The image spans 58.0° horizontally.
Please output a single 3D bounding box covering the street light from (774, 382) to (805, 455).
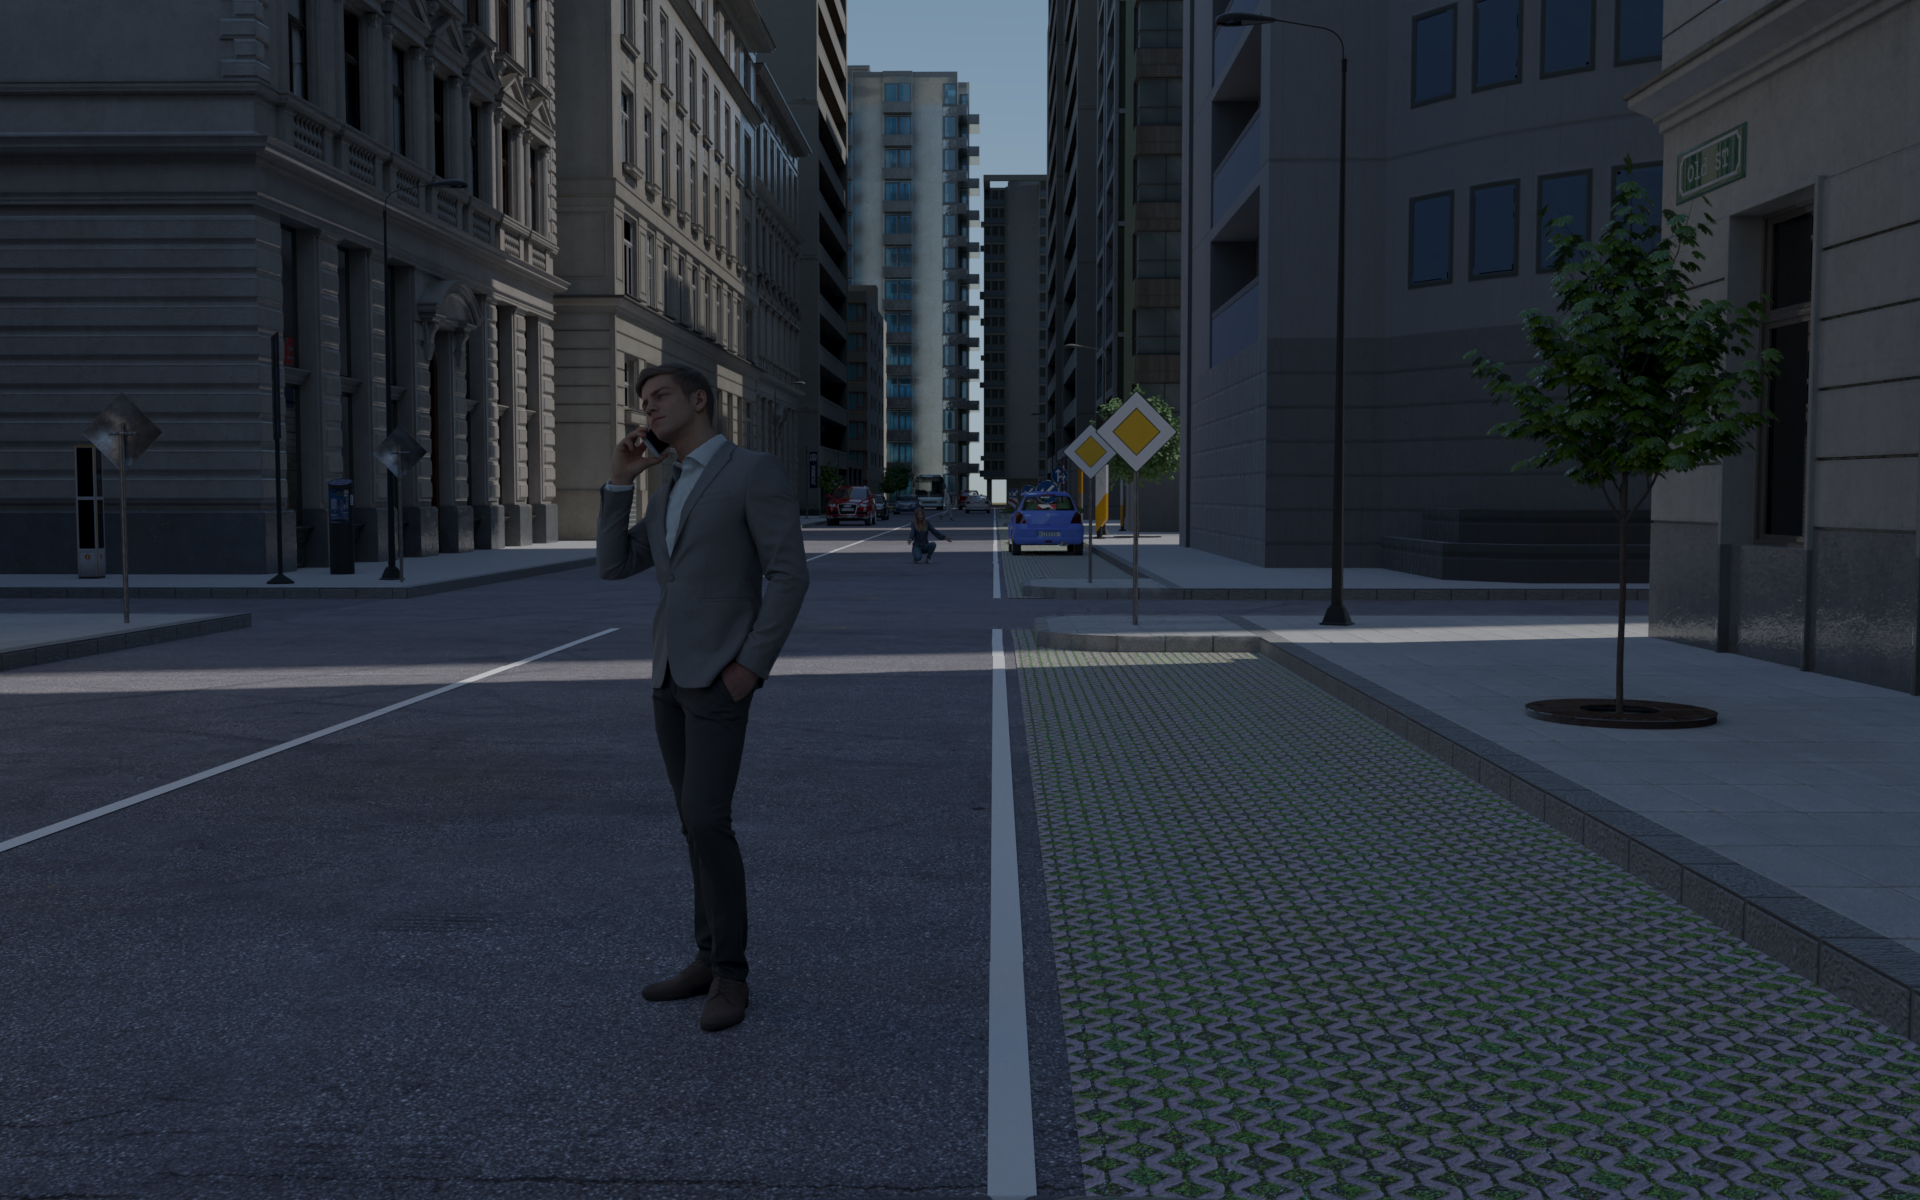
[{"bbox_3d":[-7.106,-6.069,71.762,1.470,5.913,1.316,0,4,1],"label":"street light"}]

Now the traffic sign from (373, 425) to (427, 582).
[{"bbox_3d":[-8.117,-1.314,25.128,0.795,2.450,0.064,0,4,1],"label":"traffic sign"}]

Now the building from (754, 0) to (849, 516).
[{"bbox_3d":[-18.716,-29.801,110.941,21.300,48.544,21.600,0,4,1],"label":"building"}]

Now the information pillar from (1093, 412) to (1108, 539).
[{"bbox_3d":[4.034,-3.546,49.326,0.183,3.616,0.504,-2,4,-34],"label":"information pillar"}]

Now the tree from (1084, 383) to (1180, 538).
[{"bbox_3d":[5.237,-4.137,51.361,4.285,4.588,4.351,0,3,0],"label":"tree"}]

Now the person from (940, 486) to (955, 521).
[{"bbox_3d":[-0.685,-5.190,93.232,0.818,1.842,0.514,1,4,15],"label":"person"}]

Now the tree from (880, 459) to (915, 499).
[{"bbox_3d":[-5.890,-11.016,163.821,4.285,4.588,4.351,0,3,0],"label":"tree"}]

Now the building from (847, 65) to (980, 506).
[{"bbox_3d":[-12.991,-35.275,196.361,30.456,49.044,23.786,0,4,1],"label":"building"}]

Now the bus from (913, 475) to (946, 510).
[{"bbox_3d":[-2.749,-9.966,157.803,2.948,3.499,13.247,0,4,-1],"label":"bus"}]

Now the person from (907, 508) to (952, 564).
[{"bbox_3d":[-0.672,-1.326,35.680,1.012,1.151,0.738,-1,4,-14],"label":"person"}]

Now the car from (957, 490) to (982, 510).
[{"bbox_3d":[0.891,-9.085,157.220,2.281,1.827,5.304,0,4,2],"label":"car"}]

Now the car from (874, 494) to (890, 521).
[{"bbox_3d":[-4.822,-5.197,94.754,2.009,1.686,4.222,0,4,1],"label":"car"}]

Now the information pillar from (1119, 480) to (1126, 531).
[{"bbox_3d":[5.635,-4.186,59.790,0.183,3.616,0.504,1,4,20],"label":"information pillar"}]

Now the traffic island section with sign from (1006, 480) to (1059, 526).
[{"bbox_3d":[2.400,-2.542,50.194,1.989,1.847,2.006,0,4,1],"label":"traffic island section with sign"}]

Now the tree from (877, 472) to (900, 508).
[{"bbox_3d":[-6.357,-9.927,156.902,1.663,3.219,1.824,0,3,0],"label":"tree"}]

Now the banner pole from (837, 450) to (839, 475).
[{"bbox_3d":[-6.953,-6.644,98.646,0.401,3.779,0.863,0,4,2],"label":"banner pole"}]

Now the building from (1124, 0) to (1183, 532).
[{"bbox_3d":[12.993,-17.884,64.105,14.160,30.474,14.107,0,4,1],"label":"building"}]

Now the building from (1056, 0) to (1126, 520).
[{"bbox_3d":[15.644,-39.748,88.127,20.563,71.187,20.611,0,4,1],"label":"building"}]

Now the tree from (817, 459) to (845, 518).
[{"bbox_3d":[-7.037,-6.111,94.521,1.663,3.219,1.824,0,3,0],"label":"tree"}]

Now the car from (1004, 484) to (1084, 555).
[{"bbox_3d":[2.026,-1.952,41.508,1.945,1.707,3.694,0,4,0],"label":"car"}]

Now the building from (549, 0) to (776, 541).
[{"bbox_3d":[-16.348,-13.938,61.166,16.112,22.955,30.059,0,4,1],"label":"building"}]

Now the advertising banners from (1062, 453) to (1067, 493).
[{"bbox_3d":[4.456,-4.748,73.815,0.090,3.025,2.074,0,4,-1],"label":"advertising banners"}]

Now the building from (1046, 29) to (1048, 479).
[{"bbox_3d":[15.719,-31.603,166.820,14.600,45.320,14.200,0,4,1],"label":"building"}]

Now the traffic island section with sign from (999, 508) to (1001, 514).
[{"bbox_3d":[3.925,-7.223,126.722,1.989,1.847,2.006,0,4,1],"label":"traffic island section with sign"}]

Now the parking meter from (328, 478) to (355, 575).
[{"bbox_3d":[-9.888,-1.179,27.686,0.372,1.533,0.369,0,3,0],"label":"parking meter"}]

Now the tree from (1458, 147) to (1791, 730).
[{"bbox_3d":[3.651,-0.931,9.829,1.663,3.219,1.824,0,3,0],"label":"tree"}]

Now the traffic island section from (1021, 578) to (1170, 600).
[{"bbox_3d":[1.898,-0.166,24.987,2.009,0.180,2.903,0,4,1],"label":"traffic island section"}]

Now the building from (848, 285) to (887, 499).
[{"bbox_3d":[-22.142,-19.367,161.687,28.899,21.520,27.650,0,4,1],"label":"building"}]

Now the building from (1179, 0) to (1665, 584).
[{"bbox_3d":[19.370,-29.998,32.460,28.212,58.520,21.231,0,4,1],"label":"building"}]

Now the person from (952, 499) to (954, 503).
[{"bbox_3d":[-0.908,-8.211,146.004,1.065,1.426,0.557,3,5,40],"label":"person"}]

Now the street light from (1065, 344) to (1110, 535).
[{"bbox_3d":[3.948,-4.971,53.822,1.470,5.913,1.316,0,4,1],"label":"street light"}]

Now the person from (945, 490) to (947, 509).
[{"bbox_3d":[-1.302,-9.999,171.981,0.705,1.824,1.348,2,4,27],"label":"person"}]

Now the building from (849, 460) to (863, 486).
[{"bbox_3d":[-18.016,-42.390,131.330,20.563,71.187,20.611,0,4,1],"label":"building"}]

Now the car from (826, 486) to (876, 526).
[{"bbox_3d":[-4.969,-4.341,79.647,2.281,1.827,5.304,0,4,1],"label":"car"}]

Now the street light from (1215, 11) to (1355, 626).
[{"bbox_3d":[3.161,-2.710,16.849,1.470,5.913,1.316,0,4,1],"label":"street light"}]

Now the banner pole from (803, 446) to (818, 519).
[{"bbox_3d":[-7.740,-6.103,89.805,0.863,3.779,0.401,1,4,23],"label":"banner pole"}]

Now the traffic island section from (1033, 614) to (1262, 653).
[{"bbox_3d":[1.740,0.323,17.004,2.009,0.180,2.903,0,4,1],"label":"traffic island section"}]

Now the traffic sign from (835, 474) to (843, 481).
[{"bbox_3d":[-6.820,-5.791,95.864,0.795,2.450,0.064,0,4,2],"label":"traffic sign"}]

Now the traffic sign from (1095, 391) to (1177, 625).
[{"bbox_3d":[1.717,-0.812,16.927,0.795,2.450,0.064,0,4,1],"label":"traffic sign"}]

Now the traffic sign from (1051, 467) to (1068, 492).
[{"bbox_3d":[4.724,-5.024,82.248,0.768,2.556,0.104,1,4,9],"label":"traffic sign"}]

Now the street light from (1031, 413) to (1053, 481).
[{"bbox_3d":[4.754,-7.751,99.272,1.470,5.913,1.316,0,4,1],"label":"street light"}]

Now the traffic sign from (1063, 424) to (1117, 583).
[{"bbox_3d":[1.874,-1.301,24.910,0.795,2.450,0.064,0,4,1],"label":"traffic sign"}]

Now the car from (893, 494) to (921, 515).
[{"bbox_3d":[-3.740,-6.784,122.921,2.014,1.417,4.499,0,4,3],"label":"car"}]

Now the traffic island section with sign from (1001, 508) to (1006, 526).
[{"bbox_3d":[2.941,-4.191,77.144,1.989,1.847,2.006,0,4,1],"label":"traffic island section with sign"}]

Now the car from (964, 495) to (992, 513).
[{"bbox_3d":[1.339,-7.169,129.578,2.083,1.381,4.827,0,4,1],"label":"car"}]

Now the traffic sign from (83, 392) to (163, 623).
[{"bbox_3d":[-8.275,-0.826,17.144,0.795,2.450,0.064,0,4,1],"label":"traffic sign"}]

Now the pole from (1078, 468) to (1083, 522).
[{"bbox_3d":[4.999,-4.771,71.847,0.158,3.312,0.155,0,3,0],"label":"pole"}]

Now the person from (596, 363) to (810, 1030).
[{"bbox_3d":[-0.729,0.234,4.850,0.473,1.802,0.592,-2,4,-32],"label":"person"}]

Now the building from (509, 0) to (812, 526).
[{"bbox_3d":[-13.867,-15.735,86.150,11.050,23.489,19.941,0,4,1],"label":"building"}]

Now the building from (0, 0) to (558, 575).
[{"bbox_3d":[-15.644,-12.679,36.177,11.050,23.489,19.941,0,4,1],"label":"building"}]

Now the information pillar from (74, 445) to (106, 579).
[{"bbox_3d":[-13.165,-1.328,26.212,0.304,2.012,0.304,0,4,-5],"label":"information pillar"}]

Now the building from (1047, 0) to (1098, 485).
[{"bbox_3d":[17.736,-31.190,133.665,21.300,48.544,21.600,0,4,1],"label":"building"}]

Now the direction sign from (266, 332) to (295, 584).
[{"bbox_3d":[-9.718,-1.998,24.667,0.379,3.537,0.876,-2,4,-26],"label":"direction sign"}]

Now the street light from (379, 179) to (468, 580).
[{"bbox_3d":[-7.964,-3.253,25.734,1.470,5.913,1.316,0,4,1],"label":"street light"}]

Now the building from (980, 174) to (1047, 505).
[{"bbox_3d":[14.305,-31.049,199.524,23.993,40.220,32.217,0,4,1],"label":"building"}]
